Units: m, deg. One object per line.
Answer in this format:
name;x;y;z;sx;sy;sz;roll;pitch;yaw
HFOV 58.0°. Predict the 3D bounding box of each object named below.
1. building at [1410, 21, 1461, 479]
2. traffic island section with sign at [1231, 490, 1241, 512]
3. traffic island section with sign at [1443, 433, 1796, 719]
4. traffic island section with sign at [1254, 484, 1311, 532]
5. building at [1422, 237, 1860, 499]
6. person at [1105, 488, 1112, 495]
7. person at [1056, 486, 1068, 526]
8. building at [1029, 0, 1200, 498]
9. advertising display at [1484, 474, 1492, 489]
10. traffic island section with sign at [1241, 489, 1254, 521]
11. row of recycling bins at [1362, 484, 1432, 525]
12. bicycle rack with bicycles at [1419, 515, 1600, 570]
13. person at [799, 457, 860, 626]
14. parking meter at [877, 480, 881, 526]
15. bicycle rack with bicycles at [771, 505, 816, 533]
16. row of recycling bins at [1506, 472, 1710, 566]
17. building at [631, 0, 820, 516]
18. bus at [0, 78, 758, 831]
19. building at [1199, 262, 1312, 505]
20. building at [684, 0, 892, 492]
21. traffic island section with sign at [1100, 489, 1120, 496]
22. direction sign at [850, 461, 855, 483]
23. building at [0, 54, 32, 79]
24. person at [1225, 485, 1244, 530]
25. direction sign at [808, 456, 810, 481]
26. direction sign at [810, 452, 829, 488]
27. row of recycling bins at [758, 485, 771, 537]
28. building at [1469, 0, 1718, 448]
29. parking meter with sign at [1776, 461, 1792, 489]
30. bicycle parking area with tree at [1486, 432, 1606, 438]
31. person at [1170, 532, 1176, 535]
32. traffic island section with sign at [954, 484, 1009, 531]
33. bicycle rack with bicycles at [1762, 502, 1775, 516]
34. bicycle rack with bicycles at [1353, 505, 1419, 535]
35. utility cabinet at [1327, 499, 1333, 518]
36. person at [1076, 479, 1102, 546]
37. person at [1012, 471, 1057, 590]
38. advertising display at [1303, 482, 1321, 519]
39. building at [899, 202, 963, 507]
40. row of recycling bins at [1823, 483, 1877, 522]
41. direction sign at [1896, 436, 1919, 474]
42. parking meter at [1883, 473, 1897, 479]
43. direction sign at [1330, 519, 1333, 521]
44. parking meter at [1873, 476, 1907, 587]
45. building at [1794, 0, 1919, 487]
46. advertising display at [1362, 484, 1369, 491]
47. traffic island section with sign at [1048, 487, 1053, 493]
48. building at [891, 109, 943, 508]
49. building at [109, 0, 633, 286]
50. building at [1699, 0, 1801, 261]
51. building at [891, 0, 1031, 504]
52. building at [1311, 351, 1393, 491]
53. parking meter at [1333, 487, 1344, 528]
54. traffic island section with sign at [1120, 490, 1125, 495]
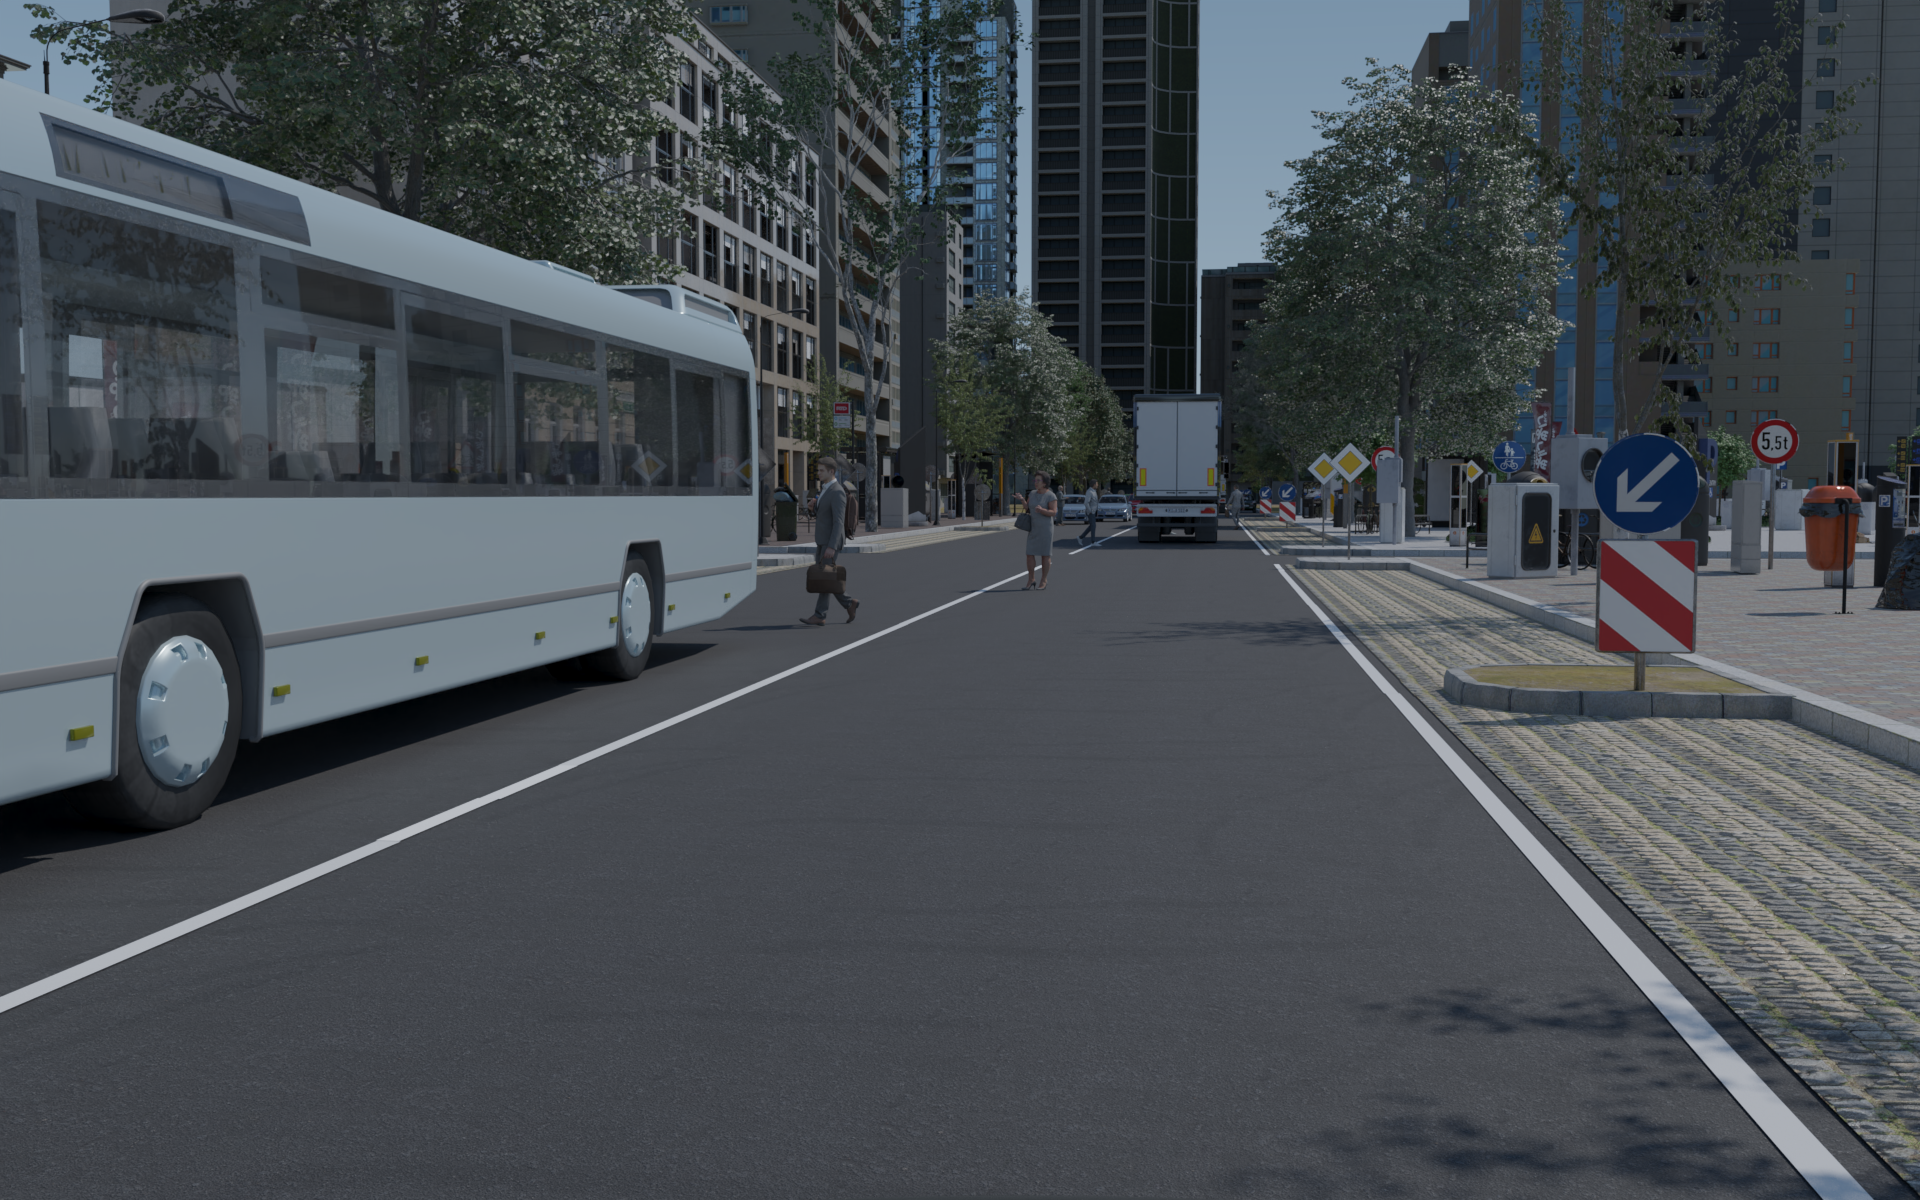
building;50.647;-31.508;165.259;14.600;45.320;14.200;1;4;8
traffic island section with sign;23.483;-8.178;142.345;1.989;1.847;2.006;1;4;8
traffic island section with sign;4.446;-0.207;12.005;1.989;1.847;2.006;1;4;8
traffic island section with sign;12.331;-3.509;65.997;1.989;1.847;2.006;1;4;8
building;54.393;-18.267;143.704;27.650;21.520;28.899;1;4;8
person;9.772;-6.495;114.471;0.659;1.850;0.755;-1;4;-12
person;4.586;-4.231;77.855;0.590;1.801;0.661;0;4;-8
building;20.308;-48.040;223.713;20.611;71.187;20.563;1;4;8
advertising display;17.318;-3.159;56.857;0.123;1.923;0.974;1;4;11
traffic island section with sign;16.236;-5.146;92.770;1.989;1.847;2.006;1;4;8
row of recycling bins;18.366;-3.986;72.289;1.069;1.692;3.534;-3;5;-42
bicycle rack with bicycles;9.935;-0.985;29.482;2.852;0.926;2.925;-1;4;-19
person;-1.390;-0.636;18.870;0.822;1.834;0.622;-2;4;-31
parking meter;-3.296;-3.939;70.110;0.255;1.863;0.399;-1;4;-23
bicycle rack with bicycles;-6.192;-2.684;57.262;2.852;0.926;2.925;-1;4;-22
row of recycling bins;11.722;-1.495;31.561;3.534;1.692;1.069;1;4;14
building;-21.107;-17.897;97.135;19.350;26.468;34.151;1;4;8
bus;-4.130;-0.944;10.300;2.948;3.499;13.247;0;4;8
building;37.351;-27.368;219.171;14.107;30.474;14.160;1;4;8
building;-17.643;-31.079;131.848;21.300;48.544;21.600;1;4;8
traffic island section with sign;12.050;-8.291;144.188;1.989;1.847;2.006;1;4;8
direction sign;-7.484;-7.667;117.357;0.876;3.537;0.379;2;4;35
building;-58.175;-14.685;73.382;30.059;22.955;16.112;1;4;8
person;11.077;-3.732;69.645;0.709;1.813;0.853;-2;4;-27
direction sign;-8.619;-6.802;103.208;0.876;3.537;0.379;1;4;21
direction sign;-7.476;-6.196;93.309;0.876;3.537;0.379;-1;4;-23
row of recycling bins;-7.275;-2.671;50.791;3.534;1.692;1.069;-1;4;-23
building;43.969;-28.908;122.758;14.600;45.320;14.200;1;4;8
parking meter with sign;40.679;-5.446;85.296;0.543;3.016;1.738;3;5;43
bicycle parking area with tree;27.044;-5.715;80.437;8.231;4.147;9.016;1;4;19
person;7.330;-3.218;61.096;0.573;1.828;0.580;2;4;29
traffic island section with sign;0.873;-3.613;67.698;1.989;1.847;2.006;1;4;8
bicycle rack with bicycles;35.535;-3.832;76.041;2.852;0.926;2.925;0;4;6
bicycle rack with bicycles;13.640;-2.566;55.333;2.852;0.926;2.925;3;4;37
utility cabinet;19.893;-5.108;92.193;1.173;1.500;0.318;-2;4;-32
person;3.544;-2.405;47.667;0.795;1.843;0.661;1;4;23
person;1.077;-1.038;25.837;0.716;1.782;0.532;3;4;38
advertising display;18.475;-5.240;90.884;0.974;1.923;0.123;0;4;-4
building;-7.090;-24.681;175.230;14.107;30.474;14.160;1;4;8
row of recycling bins;33.009;-3.468;63.817;1.069;1.692;3.534;-1;4;-14
direction sign;37.153;-4.640;67.868;0.876;3.537;0.379;1;4;22
parking meter;25.143;-2.517;46.869;0.255;1.863;0.399;1;4;12
direction sign;17.742;-5.506;82.024;0.876;3.537;0.379;0;4;-5
parking meter;12.881;-0.952;23.977;0.372;1.533;0.369;0;3;0
building;90.284;-43.933;156.563;20.611;71.187;20.563;1;4;8
advertising display;22.180;-5.404;93.562;0.974;1.923;0.123;1;4;17
traffic island section with sign;4.769;-5.244;94.372;1.989;1.847;2.006;1;4;8
building;-18.554;-28.366;155.668;32.217;40.220;23.993;1;4;8
building;-22.253;-17.356;69.679;13.634;28.700;20.117;1;4;8
building;69.706;-44.088;159.084;20.611;71.187;20.563;1;4;8
building;-5.459;-55.887;226.416;31.000;86.520;22.319;1;4;8
building;59.622;-23.116;222.987;28.899;21.520;27.650;1;4;8
parking meter;14.516;-3.548;66.418;0.372;1.533;0.369;0;3;0
traffic island section with sign;15.995;-9.941;171.157;1.989;1.847;2.006;1;4;8
